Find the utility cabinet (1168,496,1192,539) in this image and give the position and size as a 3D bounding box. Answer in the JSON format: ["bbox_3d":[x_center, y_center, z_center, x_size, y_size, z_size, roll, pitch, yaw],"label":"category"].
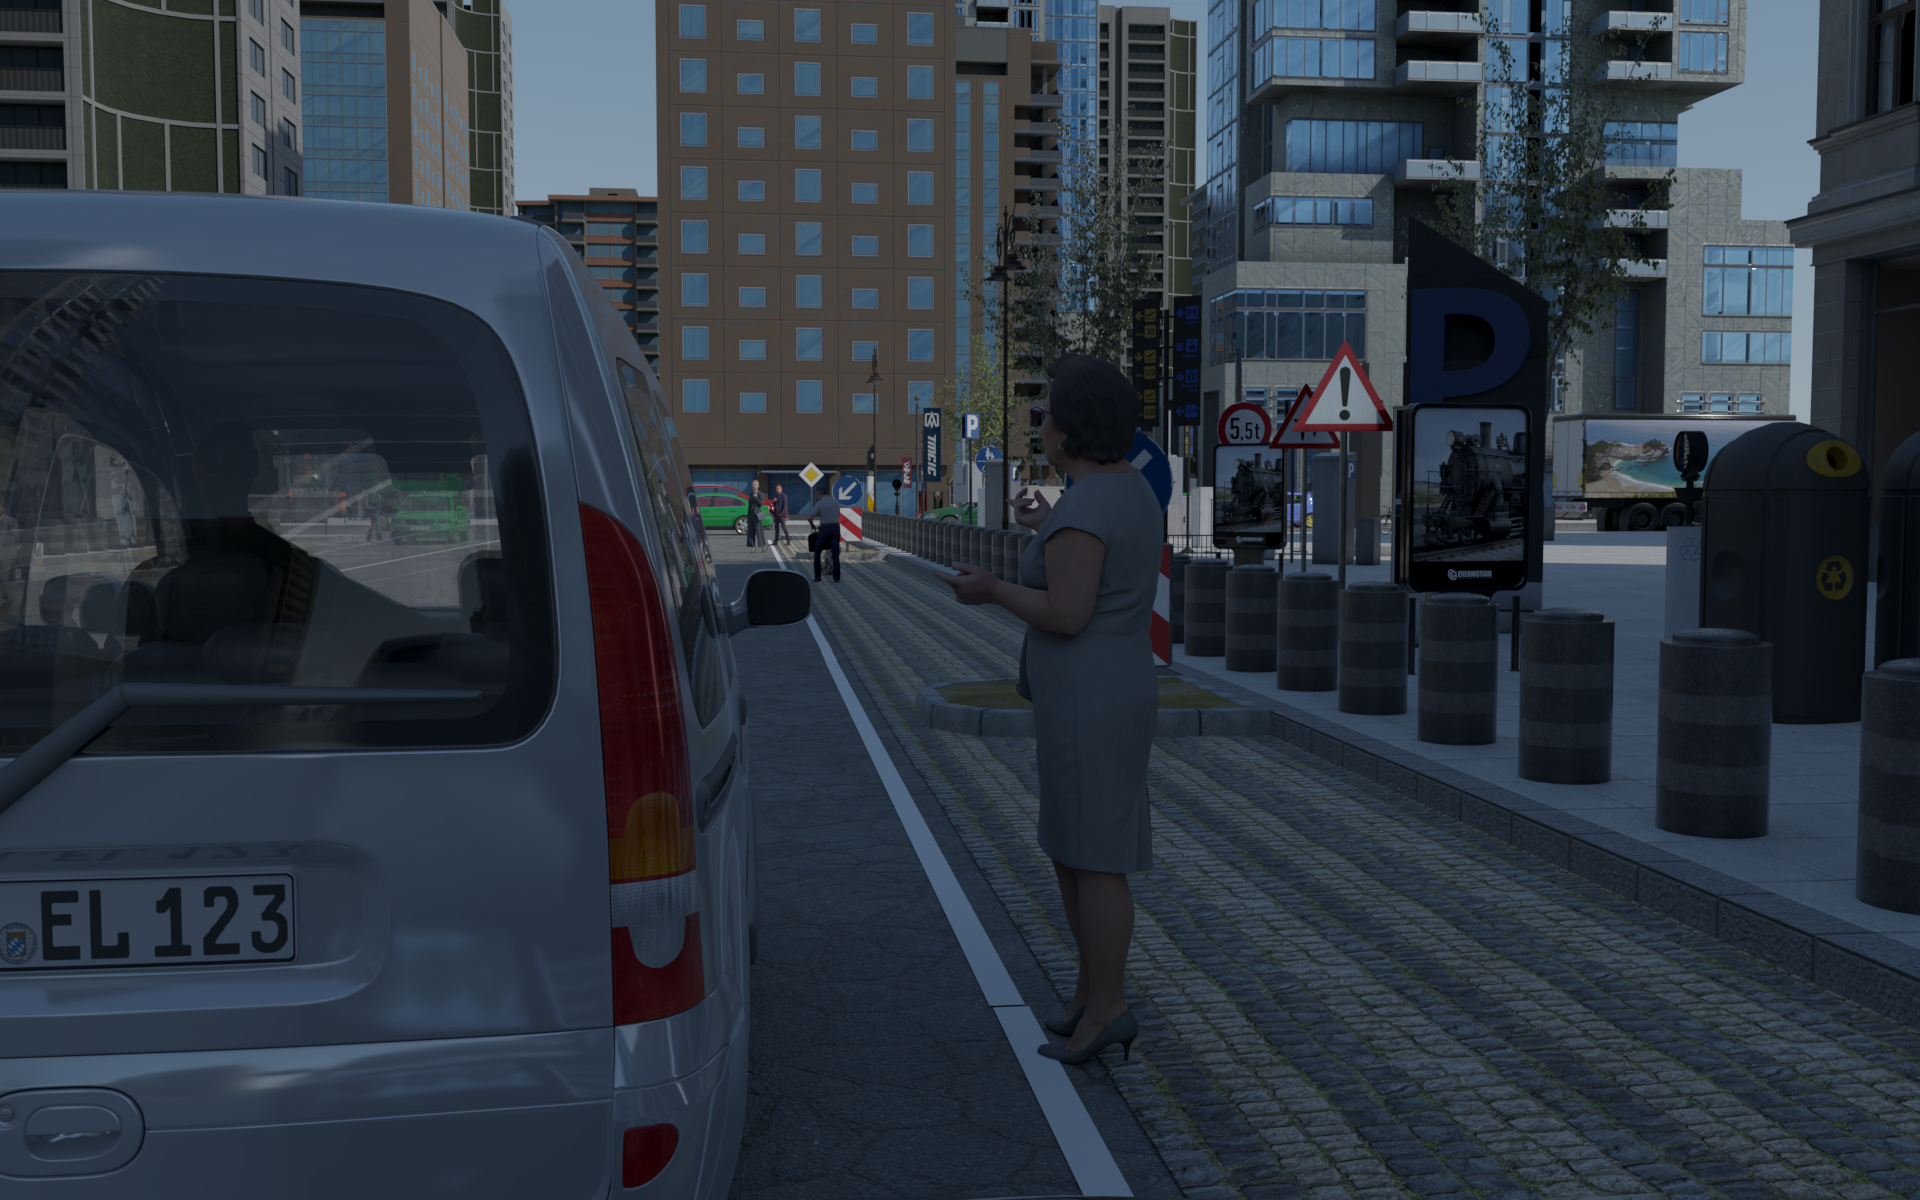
[{"bbox_3d":[6.257,-2.375,49.999,1.020,1.237,0.306,0,4,-8],"label":"utility cabinet"}]

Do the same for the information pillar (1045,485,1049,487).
[{"bbox_3d":[6.937,-8.268,139.675,0.304,2.012,0.304,-3,4,-38],"label":"information pillar"}]

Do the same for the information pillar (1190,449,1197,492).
[{"bbox_3d":[12.170,-6.045,90.194,0.183,3.616,0.504,-2,4,-33],"label":"information pillar"}]

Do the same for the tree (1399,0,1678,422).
[{"bbox_3d":[8.489,-4.603,25.624,4.360,8.622,3.978,0,3,0],"label":"tree"}]

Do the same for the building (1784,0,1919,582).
[{"bbox_3d":[17.306,-10.645,24.952,10.553,20.767,40.483,0,4,-7],"label":"building"}]

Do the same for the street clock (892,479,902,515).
[{"bbox_3d":[-3.025,-4.815,83.301,0.471,2.002,0.358,0,4,8],"label":"street clock"}]

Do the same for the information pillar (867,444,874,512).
[{"bbox_3d":[-4.165,-5.470,80.782,0.183,3.616,0.504,2,4,34],"label":"information pillar"}]

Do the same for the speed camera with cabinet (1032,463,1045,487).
[{"bbox_3d":[4.537,-7.138,111.046,0.660,3.252,2.038,-3,5,-41],"label":"speed camera with cabinet"}]

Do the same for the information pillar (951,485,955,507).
[{"bbox_3d":[-0.567,-8.300,140.200,0.304,2.012,0.304,1,4,21],"label":"information pillar"}]

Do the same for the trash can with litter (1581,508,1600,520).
[{"bbox_3d":[31.729,-4.622,86.954,0.624,1.170,1.055,-3,5,-43],"label":"trash can with litter"}]

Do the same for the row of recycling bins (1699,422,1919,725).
[{"bbox_3d":[6.050,-0.158,9.695,3.534,1.692,1.069,1,4,15],"label":"row of recycling bins"}]

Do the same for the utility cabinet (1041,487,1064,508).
[{"bbox_3d":[2.635,-2.610,51.345,1.173,1.500,0.318,-1,4,-10],"label":"utility cabinet"}]

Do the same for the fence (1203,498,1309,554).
[{"bbox_3d":[6.463,-1.627,37.797,2.264,1.192,0.480,-1,4,-14],"label":"fence"}]

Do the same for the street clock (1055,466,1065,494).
[{"bbox_3d":[1.819,-1.486,28.867,0.358,2.002,0.471,-3,5,-40],"label":"street clock"}]

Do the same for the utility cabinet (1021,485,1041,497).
[{"bbox_3d":[1.763,-2.172,44.191,0.318,1.500,1.173,0,4,-6],"label":"utility cabinet"}]

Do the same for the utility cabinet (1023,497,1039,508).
[{"bbox_3d":[1.459,-1.819,40.906,1.020,1.237,0.306,-2,4,-34],"label":"utility cabinet"}]

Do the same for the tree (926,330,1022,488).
[{"bbox_3d":[0.923,-7.741,76.931,4.737,8.622,4.395,0,3,0],"label":"tree"}]

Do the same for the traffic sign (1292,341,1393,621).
[{"bbox_3d":[3.281,-0.907,14.841,0.884,2.594,0.081,0,4,2],"label":"traffic sign"}]

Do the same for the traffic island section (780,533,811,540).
[{"bbox_3d":[-4.652,-1.975,54.575,2.009,0.180,2.903,0,4,-7],"label":"traffic island section"}]

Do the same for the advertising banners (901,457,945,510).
[{"bbox_3d":[-1.760,-5.242,81.895,2.074,3.025,0.090,0,4,0],"label":"advertising banners"}]

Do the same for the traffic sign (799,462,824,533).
[{"bbox_3d":[-4.674,-3.110,54.495,0.795,2.450,0.064,0,4,-7],"label":"traffic sign"}]

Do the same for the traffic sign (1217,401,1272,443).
[{"bbox_3d":[3.911,-1.455,23.893,0.768,2.556,0.104,0,4,-3],"label":"traffic sign"}]

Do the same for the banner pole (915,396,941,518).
[{"bbox_3d":[-0.866,-3.313,44.178,0.863,3.779,0.401,-1,4,-15],"label":"banner pole"}]

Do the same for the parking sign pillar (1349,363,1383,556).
[{"bbox_3d":[8.463,-2.921,36.224,1.447,3.967,1.447,0,4,1],"label":"parking sign pillar"}]

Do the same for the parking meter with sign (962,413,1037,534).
[{"bbox_3d":[0.909,-2.496,37.068,1.738,3.016,0.543,2,4,35],"label":"parking meter with sign"}]

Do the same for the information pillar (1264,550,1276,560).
[{"bbox_3d":[5.985,-1.784,33.653,0.304,2.012,0.304,1,4,14],"label":"information pillar"}]

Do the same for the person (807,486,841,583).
[{"bbox_3d":[-2.203,-1.055,27.959,0.614,1.554,0.590,-2,4,-32],"label":"person"}]

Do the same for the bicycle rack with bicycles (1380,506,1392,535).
[{"bbox_3d":[14.311,-2.504,54.329,2.925,0.926,2.852,-3,4,-38],"label":"bicycle rack with bicycles"}]

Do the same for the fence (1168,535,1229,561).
[{"bbox_3d":[2.970,-0.622,25.549,2.069,0.683,0.278,0,4,1],"label":"fence"}]

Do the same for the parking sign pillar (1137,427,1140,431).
[{"bbox_3d":[4.584,-3.557,46.629,1.447,3.967,1.447,0,4,7],"label":"parking sign pillar"}]

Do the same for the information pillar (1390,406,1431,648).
[{"bbox_3d":[3.793,-0.615,14.544,0.304,2.012,0.304,1,4,22],"label":"information pillar"}]

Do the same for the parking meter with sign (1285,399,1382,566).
[{"bbox_3d":[6.820,-2.160,31.578,1.738,3.016,0.543,3,4,37],"label":"parking meter with sign"}]

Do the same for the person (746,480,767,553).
[{"bbox_3d":[-4.986,-2.041,42.284,0.576,1.772,0.534,1,4,16],"label":"person"}]

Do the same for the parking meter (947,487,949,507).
[{"bbox_3d":[-1.113,-8.433,143.593,0.255,1.863,0.399,-2,4,-35],"label":"parking meter"}]

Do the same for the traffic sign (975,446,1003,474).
[{"bbox_3d":[0.786,-2.807,45.995,0.768,2.556,0.104,0,4,-2],"label":"traffic sign"}]

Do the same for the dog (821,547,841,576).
[{"bbox_3d":[-2.369,-0.832,30.441,0.800,0.831,0.513,-3,4,-36],"label":"dog"}]

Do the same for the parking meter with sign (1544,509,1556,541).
[{"bbox_3d":[15.493,-3.146,47.694,1.738,3.016,0.543,2,4,24],"label":"parking meter with sign"}]

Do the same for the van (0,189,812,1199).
[{"bbox_3d":[-1.334,0.180,4.072,2.013,2.044,4.112,0,4,-7],"label":"van"}]

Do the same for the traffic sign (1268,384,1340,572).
[{"bbox_3d":[4.074,-1.253,20.485,0.884,2.594,0.081,0,4,-3],"label":"traffic sign"}]

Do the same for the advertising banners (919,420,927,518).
[{"bbox_3d":[-0.900,-2.787,41.756,0.090,3.025,2.074,0,4,0],"label":"advertising banners"}]

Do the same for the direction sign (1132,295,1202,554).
[{"bbox_3d":[2.378,-1.715,20.035,0.876,3.537,0.379,2,4,35],"label":"direction sign"}]

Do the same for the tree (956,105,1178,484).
[{"bbox_3d":[2.289,-5.062,33.129,4.360,8.622,3.978,0,3,0],"label":"tree"}]

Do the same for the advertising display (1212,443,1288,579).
[{"bbox_3d":[3.659,-1.019,21.878,0.974,1.923,0.123,2,4,33],"label":"advertising display"}]

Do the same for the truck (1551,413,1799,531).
[{"bbox_3d":[27.043,-4.469,61.975,11.283,4.237,2.839,0,4,-7],"label":"truck"}]

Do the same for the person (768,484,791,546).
[{"bbox_3d":[-4.974,-2.344,47.739,0.530,1.710,0.541,-2,4,-33],"label":"person"}]

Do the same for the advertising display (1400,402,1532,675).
[{"bbox_3d":[3.610,-0.438,12.380,0.974,1.923,0.123,-1,4,-16],"label":"advertising display"}]

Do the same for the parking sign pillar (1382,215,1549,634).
[{"bbox_3d":[4.896,-1.714,16.490,1.447,3.967,1.447,1,4,20],"label":"parking sign pillar"}]

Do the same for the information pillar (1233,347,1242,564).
[{"bbox_3d":[4.411,-2.212,27.525,0.183,3.616,0.504,0,4,6],"label":"information pillar"}]

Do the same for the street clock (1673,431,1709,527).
[{"bbox_3d":[8.375,-0.937,19.896,0.358,2.002,0.471,0,4,1],"label":"street clock"}]

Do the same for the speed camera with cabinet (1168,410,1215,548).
[{"bbox_3d":[5.571,-2.876,41.351,2.038,3.252,0.660,-1,4,-11],"label":"speed camera with cabinet"}]

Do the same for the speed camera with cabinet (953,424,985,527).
[{"bbox_3d":[0.667,-3.326,48.720,0.660,3.252,2.038,-3,5,-41],"label":"speed camera with cabinet"}]

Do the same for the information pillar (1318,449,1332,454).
[{"bbox_3d":[11.559,-3.886,54.892,0.504,3.616,0.183,3,5,45],"label":"information pillar"}]

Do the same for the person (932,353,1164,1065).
[{"bbox_3d":[0.272,0.269,4.462,0.532,1.782,0.716,1,4,21],"label":"person"}]

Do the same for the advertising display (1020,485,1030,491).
[{"bbox_3d":[4.630,-7.345,125.305,0.974,1.923,0.123,1,4,18],"label":"advertising display"}]
